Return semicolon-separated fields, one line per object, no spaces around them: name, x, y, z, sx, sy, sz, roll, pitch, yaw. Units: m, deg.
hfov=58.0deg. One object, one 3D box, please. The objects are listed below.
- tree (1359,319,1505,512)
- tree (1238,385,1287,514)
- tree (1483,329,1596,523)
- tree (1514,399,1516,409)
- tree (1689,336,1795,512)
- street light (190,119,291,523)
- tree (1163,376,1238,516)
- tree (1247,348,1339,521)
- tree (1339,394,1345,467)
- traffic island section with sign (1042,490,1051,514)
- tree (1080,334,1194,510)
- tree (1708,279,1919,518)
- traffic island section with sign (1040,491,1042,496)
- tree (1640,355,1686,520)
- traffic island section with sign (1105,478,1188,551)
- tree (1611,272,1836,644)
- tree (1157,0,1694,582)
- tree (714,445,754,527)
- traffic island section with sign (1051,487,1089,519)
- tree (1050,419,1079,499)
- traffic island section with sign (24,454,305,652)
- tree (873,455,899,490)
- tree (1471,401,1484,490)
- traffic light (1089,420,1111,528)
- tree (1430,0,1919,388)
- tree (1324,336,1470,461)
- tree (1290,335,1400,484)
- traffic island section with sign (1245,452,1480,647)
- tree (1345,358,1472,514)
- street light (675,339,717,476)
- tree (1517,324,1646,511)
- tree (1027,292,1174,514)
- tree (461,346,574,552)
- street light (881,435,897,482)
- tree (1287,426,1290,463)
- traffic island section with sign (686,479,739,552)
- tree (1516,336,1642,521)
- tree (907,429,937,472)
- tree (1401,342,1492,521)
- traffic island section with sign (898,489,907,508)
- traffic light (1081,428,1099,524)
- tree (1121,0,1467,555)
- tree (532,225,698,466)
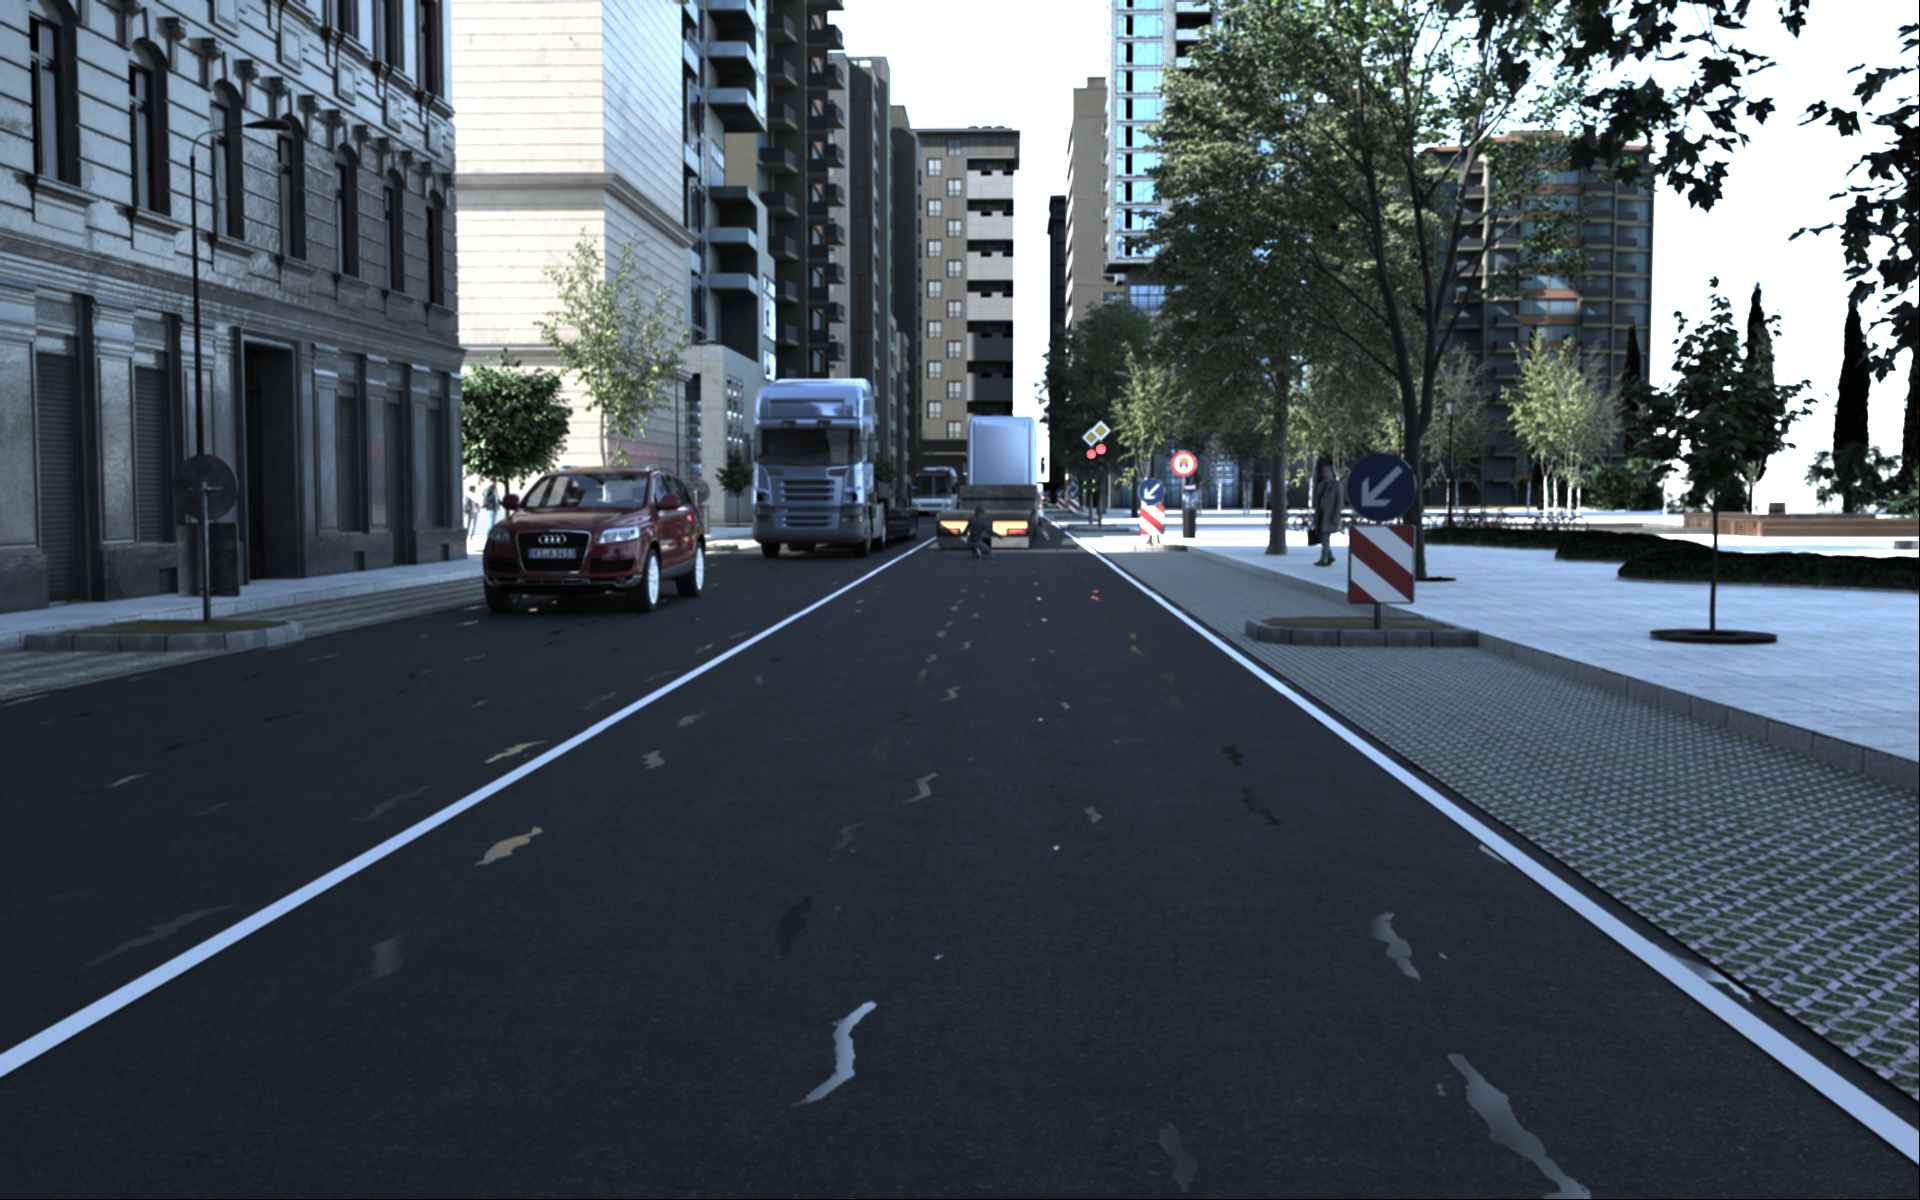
tree;32.277;-12.886;121.059;12.009;13.543;11.850;0;3;0
tree;17.943;-9.677;108.582;4.360;8.622;3.978;0;3;0
tree;25.961;-7.715;76.495;4.737;8.622;4.395;0;3;0
tree;29.937;-8.349;86.862;4.360;8.622;3.978;0;3;0
tree;34.877;-7.709;76.403;4.360;8.622;3.978;0;3;0
street light;-8.988;-3.002;21.632;1.470;5.913;1.316;0;4;2
tree;13.856;-9.238;101.410;4.360;8.622;3.978;0;3;0
tree;16.646;-8.444;88.415;4.737;8.622;4.395;0;3;0
tree;25.481;-9.874;111.795;4.737;8.622;4.395;0;3;0
traffic island section with sign;7.259;-7.262;127.368;1.989;1.847;2.006;0;4;2
tree;8.644;-7.928;79.990;4.737;8.622;4.395;0;3;0
tree;54.589;-12.666;108.907;18.604;14.587;13.155;1;4;10
traffic island section with sign;8.772;-10.275;176.622;1.989;1.847;2.006;0;4;2
tree;35.625;-8.378;87.350;4.360;8.622;3.978;0;3;0
traffic island section with sign;4.706;-2.165;44.027;1.989;1.847;2.006;0;4;2
tree;6.547;-1.266;15.295;1.663;3.219;1.824;0;3;0
tree;6.789;-6.104;25.560;9.928;11.665;9.643;0;3;0
tree;-8.832;-4.474;67.747;1.663;3.219;1.824;0;3;0
traffic island section with sign;6.396;-5.546;99.300;1.989;1.847;2.006;0;4;2
tree;10.019;-12.134;148.757;4.737;8.622;4.395;0;3;0
traffic island section with sign;-7.463;-0.487;16.597;1.989;1.847;2.006;0;4;2
tree;-6.801;-9.879;145.234;4.285;4.588;4.351;0;3;0
tree;33.446;-9.234;101.335;4.737;8.622;4.395;0;3;0
traffic light;5.333;-4.716;66.029;0.839;4.253;0.868;0;4;2
tree;6.451;-5.407;5.421;9.611;12.733;9.660;0;3;0
tree;25.070;-10.069;99.043;8.767;10.594;7.601;-1;4;-15
tree;17.234;-7.785;77.654;4.360;8.622;3.978;0;3;0
traffic island section with sign;3.879;-0.517;17.084;1.989;1.847;2.006;0;4;2
tree;23.322;-8.568;90.447;4.737;8.622;4.395;0;3;0
street light;-7.992;-4.870;52.167;1.470;5.913;1.316;0;4;2
tree;50.822;-14.461;138.257;13.155;14.587;18.604;1;4;13
tree;9.143;-12.512;111.232;9.857;13.997;8.962;0;3;0
tree;-10.184;-3.360;38.649;4.285;4.588;4.351;0;3;0
street light;-5.648;-10.053;136.914;1.470;5.913;1.316;0;4;2
tree;23.433;-11.067;131.303;4.360;8.622;3.978;0;3;0
traffic island section with sign;-6.635;-2.135;43.539;1.989;1.847;2.006;0;4;2
tree;29.003;-8.020;81.496;4.360;8.622;3.978;0;3;0
tree;-4.806;-15.097;197.201;4.737;8.622;4.395;0;3;0
tree;23.475;-8.159;83.769;4.360;8.622;3.978;0;3;0
traffic island section with sign;-4.103;-7.199;126.329;1.989;1.847;2.006;0;4;2
traffic light;5.578;-5.204;74.010;0.839;4.253;0.868;0;4;2
tree;7.025;-7.259;36.813;7.486;12.596;7.792;0;3;0
tree;-9.689;-5.994;48.363;4.737;8.622;4.395;0;3;0
